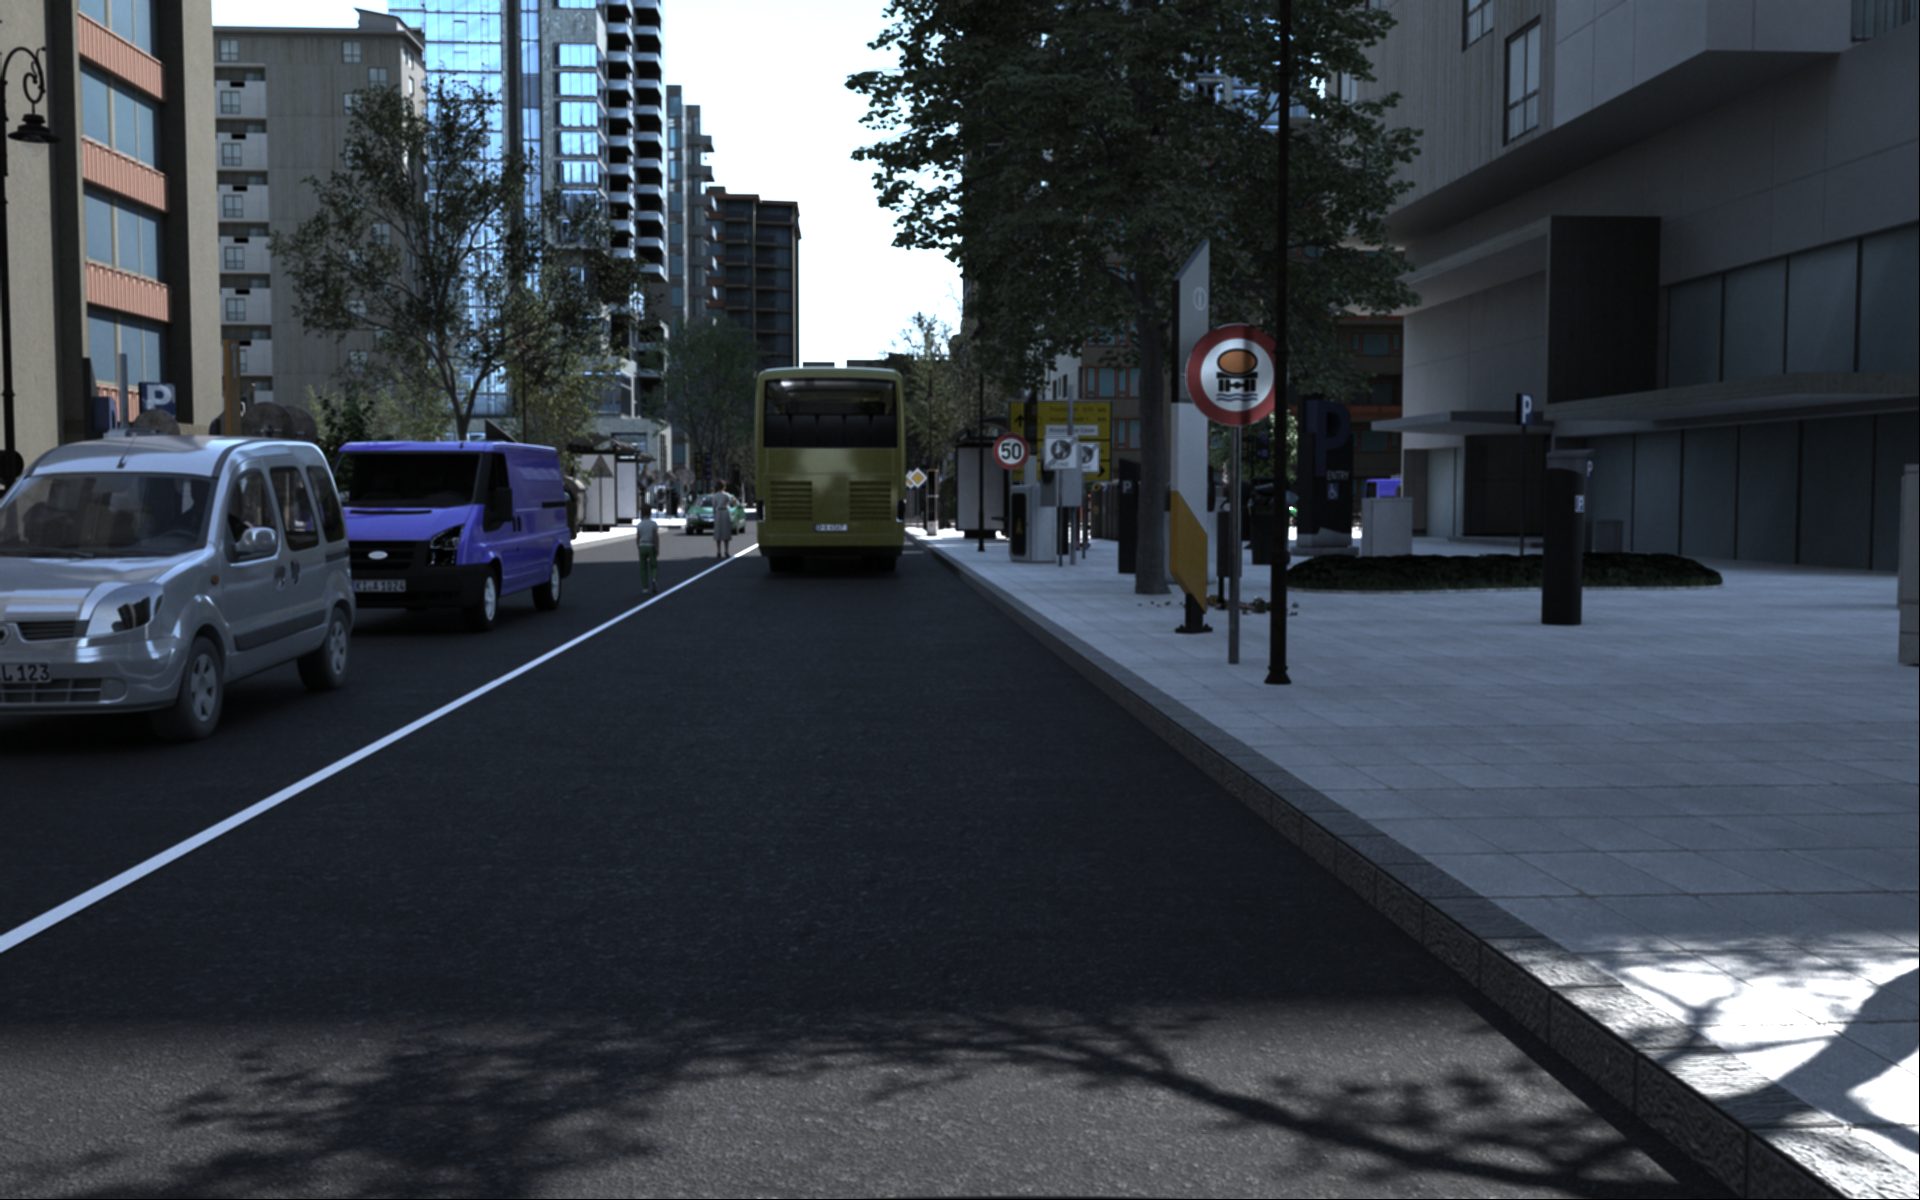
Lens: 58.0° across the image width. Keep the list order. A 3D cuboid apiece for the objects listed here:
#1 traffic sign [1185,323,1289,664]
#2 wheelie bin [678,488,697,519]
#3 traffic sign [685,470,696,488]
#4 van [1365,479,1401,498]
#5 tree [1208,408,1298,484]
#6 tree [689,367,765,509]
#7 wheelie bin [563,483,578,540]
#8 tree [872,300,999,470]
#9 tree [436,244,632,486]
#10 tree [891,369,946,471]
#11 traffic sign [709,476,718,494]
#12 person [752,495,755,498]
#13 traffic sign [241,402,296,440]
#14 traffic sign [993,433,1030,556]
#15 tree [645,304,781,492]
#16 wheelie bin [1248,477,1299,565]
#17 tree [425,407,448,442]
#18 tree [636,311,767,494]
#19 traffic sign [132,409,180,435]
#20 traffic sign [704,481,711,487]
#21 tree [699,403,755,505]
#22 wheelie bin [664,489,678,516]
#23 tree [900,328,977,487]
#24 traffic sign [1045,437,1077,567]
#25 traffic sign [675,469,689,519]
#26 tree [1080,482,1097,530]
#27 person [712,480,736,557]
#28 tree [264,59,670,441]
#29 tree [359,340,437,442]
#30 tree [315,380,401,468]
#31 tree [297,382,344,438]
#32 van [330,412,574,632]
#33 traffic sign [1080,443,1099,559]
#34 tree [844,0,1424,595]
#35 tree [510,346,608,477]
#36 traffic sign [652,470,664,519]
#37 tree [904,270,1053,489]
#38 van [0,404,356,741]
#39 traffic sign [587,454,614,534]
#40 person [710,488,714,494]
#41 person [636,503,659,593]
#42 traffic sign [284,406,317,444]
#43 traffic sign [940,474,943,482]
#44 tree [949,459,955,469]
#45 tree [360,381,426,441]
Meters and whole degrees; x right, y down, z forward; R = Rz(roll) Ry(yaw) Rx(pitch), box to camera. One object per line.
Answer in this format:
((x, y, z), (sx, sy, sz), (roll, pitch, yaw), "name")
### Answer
((2.072, -0.790, 13.029), (0.768, 2.556, 0.104), (0, 4, 4), "traffic sign")
((-14.085, -5.049, 90.462), (0.693, 1.594, 0.980), (-2, 4, -28), "wheelie bin")
((-14.300, -5.572, 91.202), (0.768, 2.556, 0.104), (0, 4, 2), "traffic sign")
((19.370, -4.089, 71.246), (5.245, 2.365, 2.240), (0, 4, -4), "van")
((9.757, -4.397, 55.608), (4.285, 4.588, 4.351), (0, 3, 0), "tree")
((-18.588, -14.404, 152.507), (9.611, 12.733, 9.660), (0, 3, 0), "tree")
((-11.051, -2.470, 48.299), (0.693, 1.594, 0.980), (-2, 4, -27), "wheelie bin")
((-1.539, -9.154, 84.074), (7.601, 10.594, 8.767), (-1, 4, -22), "tree")
((-12.084, -6.145, 50.839), (4.737, 8.622, 4.395), (0, 3, 0), "tree")
((-4.739, -13.090, 139.782), (9.928, 11.665, 9.643), (0, 3, 0), "tree")
((-17.321, -7.421, 121.433), (0.768, 2.556, 0.104), (0, 4, 6), "traffic sign")
((-27.551, -13.413, 227.880), (0.705, 1.814, 1.350), (3, 4, 37), "person")
((-9.551, -1.455, 23.900), (0.768, 2.556, 0.104), (0, 4, -2), "traffic sign")
((1.063, -2.196, 36.009), (0.768, 2.556, 0.104), (0, 4, 1), "traffic sign")
((-15.372, -12.301, 111.483), (12.009, 13.543, 11.850), (0, 3, 0), "tree")
((5.673, -1.445, 31.526), (0.980, 1.594, 0.693), (2, 4, 25), "wheelie bin")
((-43.123, -11.506, 138.477), (4.360, 8.622, 3.978), (0, 3, 0), "tree")
((-14.651, -10.624, 99.453), (9.928, 11.665, 9.643), (0, 3, 0), "tree")
((-12.015, -1.576, 25.874), (0.768, 2.556, 0.104), (0, 4, 5), "traffic sign")
((-17.872, -7.558, 123.674), (0.768, 2.556, 0.104), (0, 4, 6), "traffic sign")
((-17.220, -10.827, 127.380), (4.360, 8.622, 3.978), (0, 3, 0), "tree")
((-17.237, -5.859, 103.703), (0.693, 1.594, 0.980), (3, 4, 38), "wheelie bin")
((-0.947, -7.698, 76.219), (4.737, 8.622, 4.395), (0, 3, 0), "tree")
((1.777, -1.738, 30.544), (0.606, 2.300, 0.079), (0, 4, 2), "traffic sign")
((-14.131, -5.376, 88.010), (0.768, 2.556, 0.104), (0, 4, -3), "traffic sign")
((4.435, -4.146, 62.380), (1.663, 3.219, 1.824), (0, 3, 0), "tree")
((-5.360, -1.855, 39.391), (0.480, 1.755, 0.524), (1, 4, 8), "person")
((-10.433, -6.259, 36.754), (8.767, 10.594, 7.601), (-1, 4, -14), "tree")
((-23.873, -7.814, 78.128), (4.737, 8.622, 4.395), (0, 3, 0), "tree")
((-10.290, -2.136, 29.526), (1.663, 3.219, 1.824), (0, 3, 0), "tree")
((-42.251, -9.949, 113.022), (4.737, 8.622, 4.395), (0, 3, 0), "tree")
((-5.873, -0.941, 19.770), (2.240, 2.365, 5.245), (0, 4, -2), "van")
((2.452, -1.966, 34.273), (0.606, 2.300, 0.079), (0, 4, 2), "traffic sign")
((2.042, -6.351, 21.970), (7.486, 12.596, 7.792), (0, 3, 0), "tree")
((-19.258, -8.179, 84.089), (4.360, 8.622, 3.978), (0, 3, 0), "tree")
((-15.889, -5.551, 90.864), (0.768, 2.556, 0.104), (0, 4, 1), "traffic sign")
((0.630, -6.446, 55.751), (4.360, 8.622, 3.978), (0, 3, 0), "tree")
((-5.296, -0.264, 11.326), (2.013, 2.044, 4.112), (0, 4, -3), "van")
((-11.603, -3.420, 55.921), (0.884, 2.594, 0.081), (0, 4, 3), "traffic sign")
((-10.392, -3.862, 72.646), (0.512, 1.701, 0.522), (2, 4, 23), "person")
((-4.489, -0.745, 24.930), (0.306, 1.304, 0.590), (-1, 4, -20), "person")
((-9.661, -1.524, 25.018), (0.768, 2.556, 0.104), (0, 4, 1), "traffic sign")
((-1.337, -6.560, 107.357), (0.768, 2.556, 0.104), (0, 4, -3), "traffic sign")
((0.729, -8.876, 128.833), (4.285, 4.588, 4.351), (0, 3, 0), "tree")
((-36.327, -9.653, 108.192), (4.360, 8.622, 3.978), (0, 3, 0), "tree")
